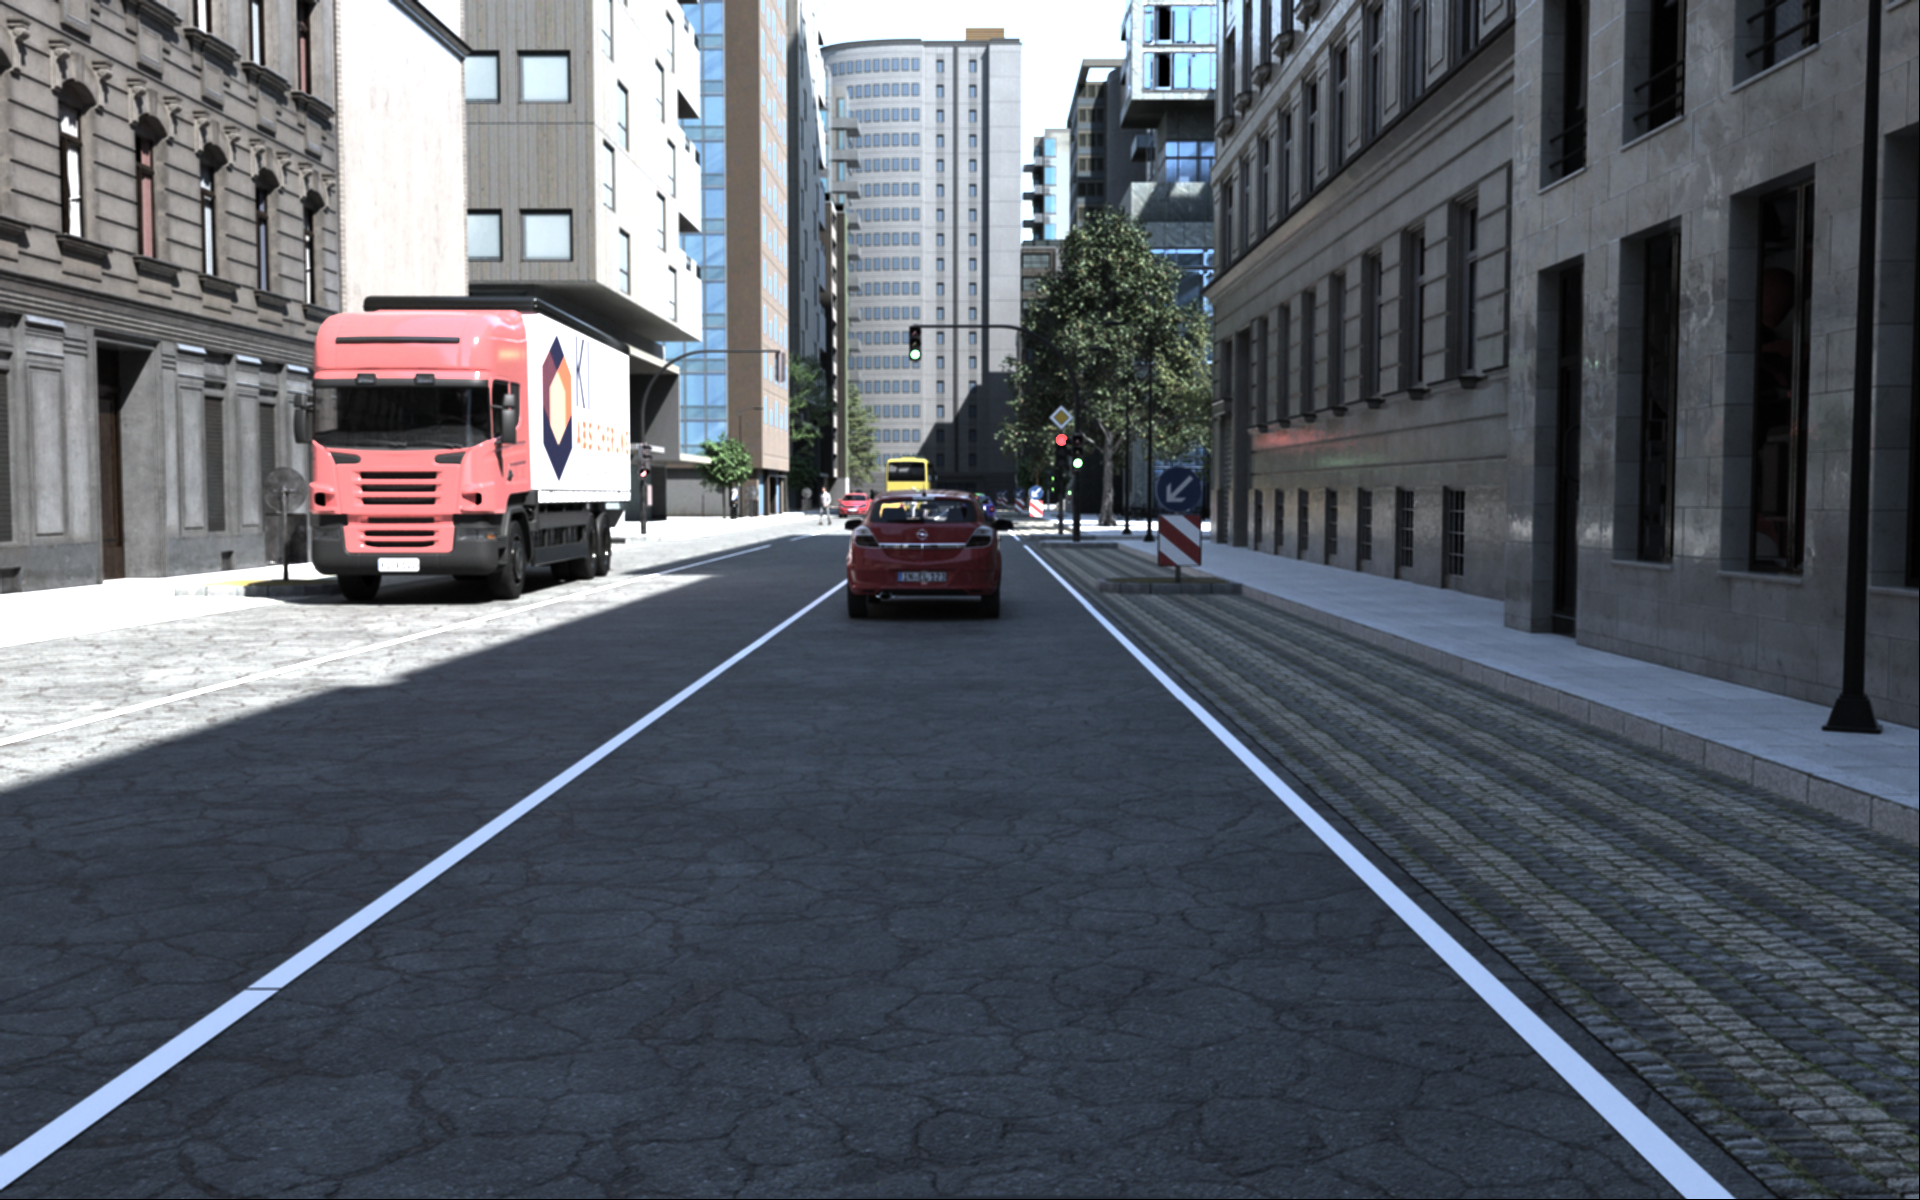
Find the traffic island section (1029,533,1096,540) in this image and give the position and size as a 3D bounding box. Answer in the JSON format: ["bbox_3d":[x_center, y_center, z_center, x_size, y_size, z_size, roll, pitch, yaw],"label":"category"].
[{"bbox_3d":[3.209,-1.986,54.748,2.009,0.180,2.903,0,4,0],"label":"traffic island section"}]

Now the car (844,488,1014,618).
[{"bbox_3d":[-0.400,-0.767,21.580,2.155,1.783,4.494,0,4,1],"label":"car"}]

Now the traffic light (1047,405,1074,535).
[{"bbox_3d":[3.169,-4.019,54.635,0.839,4.253,0.868,0,4,0],"label":"traffic light"}]

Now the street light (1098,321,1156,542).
[{"bbox_3d":[4.574,-4.531,46.628,1.470,5.913,1.316,0,4,0],"label":"street light"}]

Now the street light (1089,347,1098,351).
[{"bbox_3d":[4.764,-5.035,54.867,1.470,5.913,1.316,0,4,0],"label":"street light"}]

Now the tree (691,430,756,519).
[{"bbox_3d":[-12.169,-6.451,89.193,4.285,4.588,4.351,0,3,0],"label":"tree"}]

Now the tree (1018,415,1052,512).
[{"bbox_3d":[6.190,-10.696,125.236,4.360,8.622,3.978,0,3,0],"label":"tree"}]

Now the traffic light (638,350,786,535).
[{"bbox_3d":[-7.900,-4.896,54.723,4.771,5.953,1.251,0,4,0],"label":"traffic light"}]

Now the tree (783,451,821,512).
[{"bbox_3d":[-11.881,-8.788,127.389,4.285,4.588,4.351,0,3,0],"label":"tree"}]

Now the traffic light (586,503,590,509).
[{"bbox_3d":[-10.042,-3.535,46.716,0.839,4.253,0.868,0,4,0],"label":"traffic light"}]

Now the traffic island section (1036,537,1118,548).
[{"bbox_3d":[3.159,-1.497,46.764,2.009,0.180,2.903,0,4,0],"label":"traffic island section"}]

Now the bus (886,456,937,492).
[{"bbox_3d":[-3.084,-7.251,110.103,2.896,3.916,12.252,0,4,1],"label":"bus"}]

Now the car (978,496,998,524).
[{"bbox_3d":[0.822,-4.265,82.310,1.945,1.354,3.894,0,3,0],"label":"car"}]

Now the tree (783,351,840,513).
[{"bbox_3d":[-12.061,-11.759,118.019,9.928,11.665,9.643,0,3,0],"label":"tree"}]

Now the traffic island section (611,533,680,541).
[{"bbox_3d":[-10.032,-1.991,54.836,2.009,0.180,2.903,0,4,0],"label":"traffic island section"}]

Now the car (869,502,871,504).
[{"bbox_3d":[-3.581,-4.717,87.345,2.015,1.641,3.980,0,4,-2],"label":"car"}]

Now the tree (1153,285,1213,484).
[{"bbox_3d":[8.826,-6.564,57.680,4.737,8.622,4.395,0,3,0],"label":"tree"}]

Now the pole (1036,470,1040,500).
[{"bbox_3d":[5.111,-7.324,113.586,0.158,3.312,0.155,0,3,0],"label":"pole"}]

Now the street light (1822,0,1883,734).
[{"bbox_3d":[4.320,-2.246,9.266,1.470,5.913,1.316,0,4,0],"label":"street light"}]

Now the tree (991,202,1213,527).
[{"bbox_3d":[5.938,-9.253,68.297,9.611,12.733,9.660,0,3,0],"label":"tree"}]

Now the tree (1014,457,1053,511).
[{"bbox_3d":[5.666,-9.136,133.079,4.285,4.588,4.351,0,3,0],"label":"tree"}]

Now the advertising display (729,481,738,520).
[{"bbox_3d":[-11.327,-4.981,86.648,0.123,1.923,0.974,1,4,11],"label":"advertising display"}]

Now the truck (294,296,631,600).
[{"bbox_3d":[-7.259,-2.322,26.879,2.839,4.237,11.283,0,4,-1],"label":"truck"}]

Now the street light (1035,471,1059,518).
[{"bbox_3d":[4.777,-7.331,92.409,1.470,5.913,1.316,0,4,0],"label":"street light"}]

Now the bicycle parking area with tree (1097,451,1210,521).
[{"bbox_3d":[11.327,-5.996,85.044,9.016,4.147,8.231,0,4,3],"label":"bicycle parking area with tree"}]

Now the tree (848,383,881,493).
[{"bbox_3d":[-11.816,-15.840,177.110,7.486,12.596,7.792,0,3,0],"label":"tree"}]

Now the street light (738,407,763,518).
[{"bbox_3d":[-11.208,-7.347,92.660,1.470,5.913,1.316,0,4,0],"label":"street light"}]

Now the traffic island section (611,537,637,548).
[{"bbox_3d":[-10.082,-1.503,46.851,2.009,0.180,2.903,0,4,0],"label":"traffic island section"}]

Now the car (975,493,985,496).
[{"bbox_3d":[0.703,-5.099,92.164,1.959,1.807,4.718,0,4,1],"label":"car"}]

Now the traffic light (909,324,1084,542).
[{"bbox_3d":[1.027,-4.395,46.522,4.771,5.953,1.251,0,4,0],"label":"traffic light"}]

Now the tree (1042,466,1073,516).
[{"bbox_3d":[5.687,-6.475,100.474,1.663,3.219,1.824,0,3,0],"label":"tree"}]
